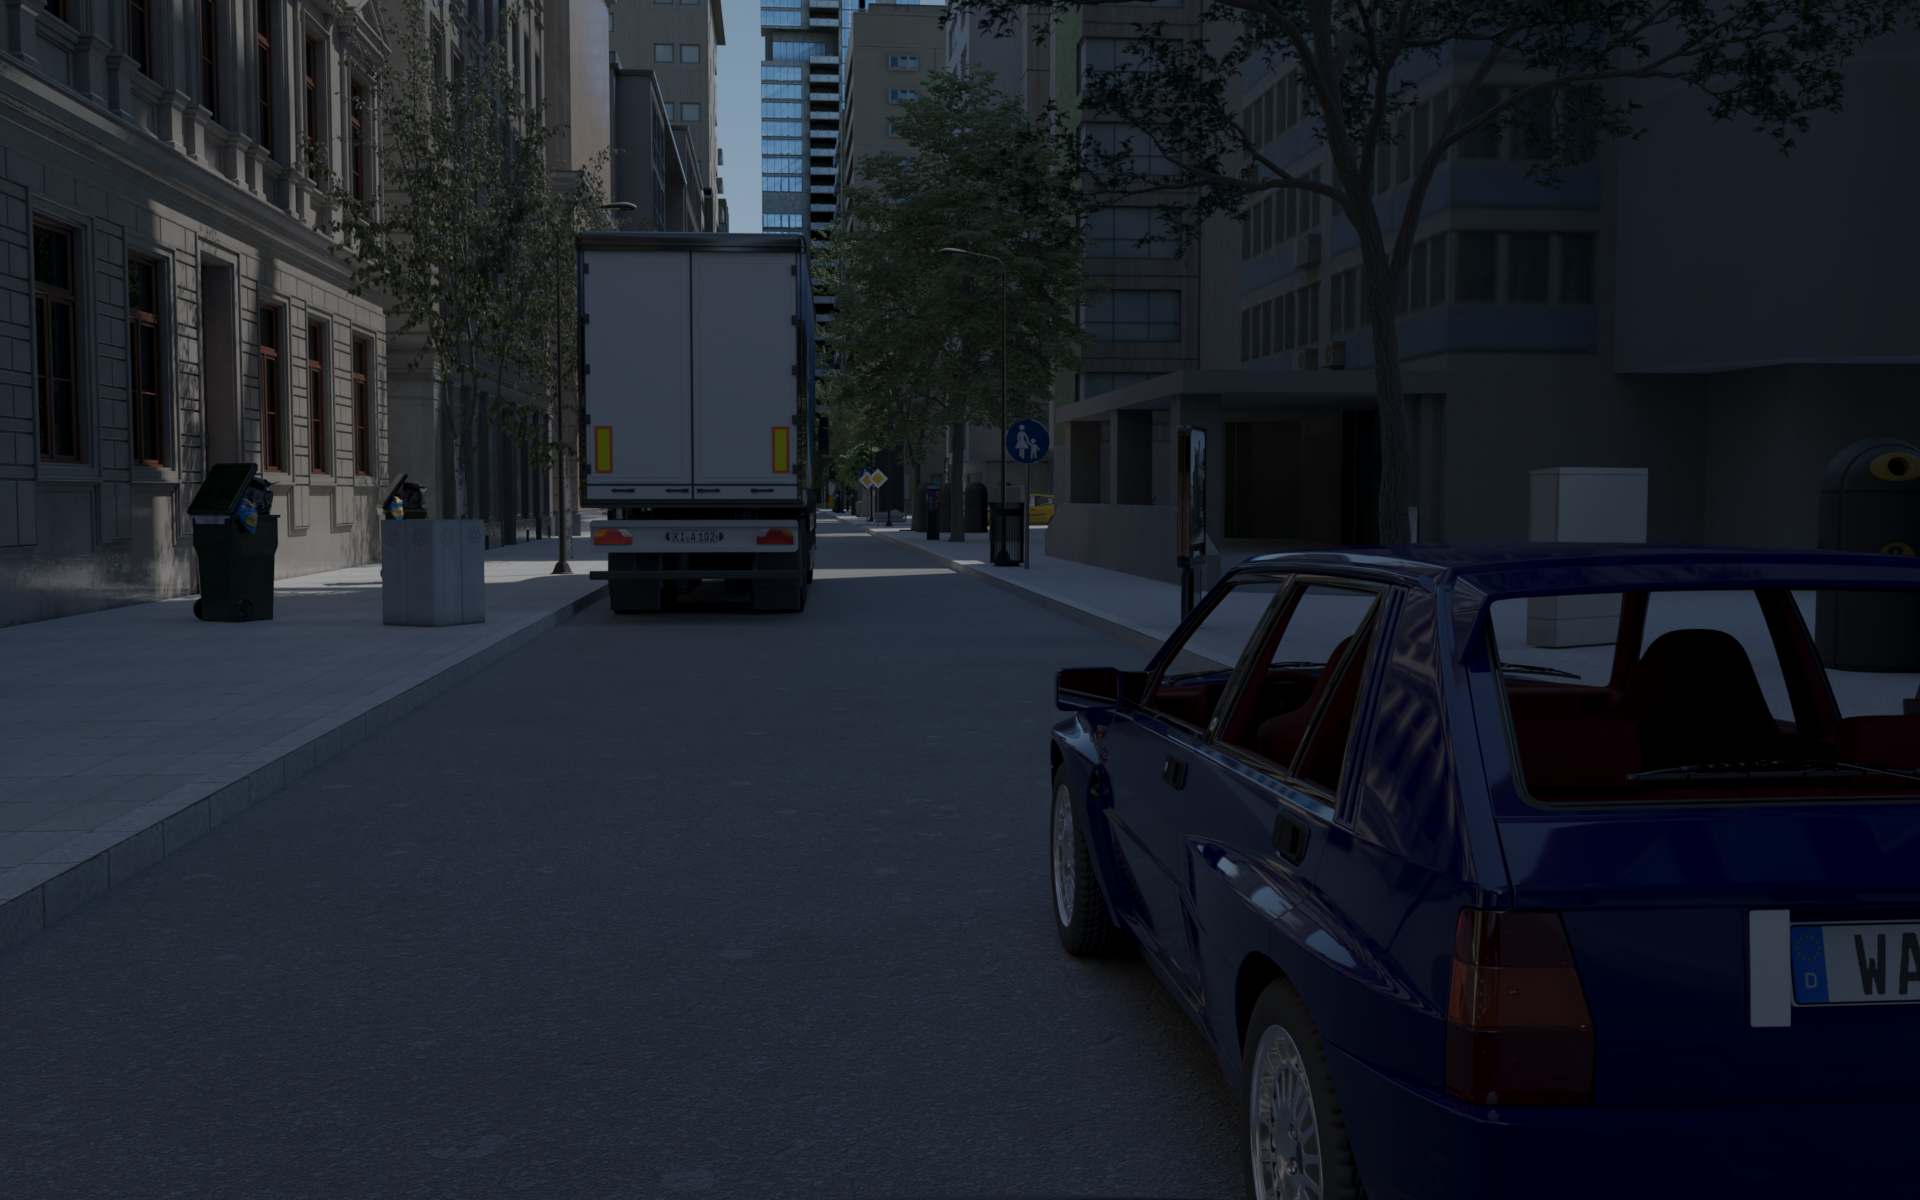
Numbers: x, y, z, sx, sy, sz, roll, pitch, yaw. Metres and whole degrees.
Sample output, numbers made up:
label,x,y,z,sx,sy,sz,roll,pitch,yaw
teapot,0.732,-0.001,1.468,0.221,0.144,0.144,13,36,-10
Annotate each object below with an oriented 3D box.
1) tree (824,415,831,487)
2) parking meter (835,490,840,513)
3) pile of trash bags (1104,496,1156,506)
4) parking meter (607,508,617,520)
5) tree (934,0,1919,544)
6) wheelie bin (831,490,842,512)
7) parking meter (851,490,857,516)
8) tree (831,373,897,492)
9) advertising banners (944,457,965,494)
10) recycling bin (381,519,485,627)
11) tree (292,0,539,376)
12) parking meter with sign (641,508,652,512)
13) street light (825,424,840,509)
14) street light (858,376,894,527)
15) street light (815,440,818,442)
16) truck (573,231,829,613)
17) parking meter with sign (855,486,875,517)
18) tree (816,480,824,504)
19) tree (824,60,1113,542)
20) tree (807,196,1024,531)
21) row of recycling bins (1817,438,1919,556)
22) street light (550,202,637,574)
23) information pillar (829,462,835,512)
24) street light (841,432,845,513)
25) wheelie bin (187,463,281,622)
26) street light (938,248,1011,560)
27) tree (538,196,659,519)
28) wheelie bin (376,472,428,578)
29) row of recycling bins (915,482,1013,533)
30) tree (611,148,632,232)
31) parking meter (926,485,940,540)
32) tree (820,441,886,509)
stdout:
label,x,y,z,sx,sy,sz,roll,pitch,yaw
tree,-6.595,-9.711,109.131,4.737,8.622,4.395,0,3,0
parking meter,-8.207,-6.577,115.947,0.372,1.533,0.369,0,3,0
pile of trash bags,4.919,-2.076,43.689,3.447,1.369,1.912,1,4,11
parking meter,-10.009,-2.546,50.033,0.372,1.533,0.369,0,3,0
tree,3.148,-4.762,12.265,8.767,10.594,7.601,0,4,-1
wheelie bin,-8.588,-6.969,121.858,0.980,1.594,0.693,1,4,12
parking meter,-6.296,-5.790,103.084,0.372,1.533,0.369,0,3,0
tree,-5.113,-9.243,101.486,4.737,8.622,4.395,0,3,0
advertising banners,-0.283,-5.246,81.954,0.090,3.025,2.074,-2,4,-27
recycling bin,-5.196,-0.278,17.094,0.722,1.027,0.722,2,4,26
tree,-6.894,-4.490,23.766,4.360,8.622,3.978,0,3,0
parking meter with sign,-9.800,-3.484,53.218,0.543,3.016,1.738,0,4,7
street light,-8.327,-8.709,114.936,1.470,5.913,1.316,0,4,-6
street light,-3.335,-5.841,68.043,1.470,5.913,1.316,0,4,-6
street light,-12.074,-10.855,150.014,1.470,5.913,1.316,0,4,-6
truck,-3.270,-2.156,24.171,2.839,4.237,11.283,0,4,-4
parking meter with sign,-5.030,-6.097,95.951,1.738,3.016,0.543,3,4,36
tree,-18.590,-14.275,227.993,1.663,3.219,1.824,0,3,0
tree,0.349,-7.821,46.006,7.486,12.596,7.792,0,3,0
tree,-1.598,-8.195,59.746,9.928,11.665,9.643,0,3,0
row of recycling bins,7.783,-0.293,11.899,3.534,1.692,1.069,3,5,41
street light,-5.849,-3.373,27.688,1.470,5.913,1.316,0,4,-6
information pillar,-9.194,-8.158,124.737,0.504,3.616,0.183,1,4,21
street light,-4.628,-6.561,79.811,1.470,5.913,1.316,0,4,-6
wheelie bin,-7.370,-0.593,17.607,0.980,1.594,0.693,2,4,28
street light,0.290,-3.695,32.951,1.470,5.913,1.316,0,4,-6
tree,-8.448,-5.657,42.852,4.737,8.622,4.395,0,3,0
wheelie bin,-8.105,-1.059,25.219,0.693,1.594,0.980,-2,4,-27
row of recycling bins,0.170,-3.098,57.759,3.534,1.692,1.069,1,4,19
tree,-7.756,-5.113,33.960,4.360,8.622,3.978,0,3,0
parking meter,-0.752,-2.446,48.398,0.372,1.533,0.369,0,3,0
tree,-4.643,-6.592,91.494,4.285,4.588,4.351,0,3,0
